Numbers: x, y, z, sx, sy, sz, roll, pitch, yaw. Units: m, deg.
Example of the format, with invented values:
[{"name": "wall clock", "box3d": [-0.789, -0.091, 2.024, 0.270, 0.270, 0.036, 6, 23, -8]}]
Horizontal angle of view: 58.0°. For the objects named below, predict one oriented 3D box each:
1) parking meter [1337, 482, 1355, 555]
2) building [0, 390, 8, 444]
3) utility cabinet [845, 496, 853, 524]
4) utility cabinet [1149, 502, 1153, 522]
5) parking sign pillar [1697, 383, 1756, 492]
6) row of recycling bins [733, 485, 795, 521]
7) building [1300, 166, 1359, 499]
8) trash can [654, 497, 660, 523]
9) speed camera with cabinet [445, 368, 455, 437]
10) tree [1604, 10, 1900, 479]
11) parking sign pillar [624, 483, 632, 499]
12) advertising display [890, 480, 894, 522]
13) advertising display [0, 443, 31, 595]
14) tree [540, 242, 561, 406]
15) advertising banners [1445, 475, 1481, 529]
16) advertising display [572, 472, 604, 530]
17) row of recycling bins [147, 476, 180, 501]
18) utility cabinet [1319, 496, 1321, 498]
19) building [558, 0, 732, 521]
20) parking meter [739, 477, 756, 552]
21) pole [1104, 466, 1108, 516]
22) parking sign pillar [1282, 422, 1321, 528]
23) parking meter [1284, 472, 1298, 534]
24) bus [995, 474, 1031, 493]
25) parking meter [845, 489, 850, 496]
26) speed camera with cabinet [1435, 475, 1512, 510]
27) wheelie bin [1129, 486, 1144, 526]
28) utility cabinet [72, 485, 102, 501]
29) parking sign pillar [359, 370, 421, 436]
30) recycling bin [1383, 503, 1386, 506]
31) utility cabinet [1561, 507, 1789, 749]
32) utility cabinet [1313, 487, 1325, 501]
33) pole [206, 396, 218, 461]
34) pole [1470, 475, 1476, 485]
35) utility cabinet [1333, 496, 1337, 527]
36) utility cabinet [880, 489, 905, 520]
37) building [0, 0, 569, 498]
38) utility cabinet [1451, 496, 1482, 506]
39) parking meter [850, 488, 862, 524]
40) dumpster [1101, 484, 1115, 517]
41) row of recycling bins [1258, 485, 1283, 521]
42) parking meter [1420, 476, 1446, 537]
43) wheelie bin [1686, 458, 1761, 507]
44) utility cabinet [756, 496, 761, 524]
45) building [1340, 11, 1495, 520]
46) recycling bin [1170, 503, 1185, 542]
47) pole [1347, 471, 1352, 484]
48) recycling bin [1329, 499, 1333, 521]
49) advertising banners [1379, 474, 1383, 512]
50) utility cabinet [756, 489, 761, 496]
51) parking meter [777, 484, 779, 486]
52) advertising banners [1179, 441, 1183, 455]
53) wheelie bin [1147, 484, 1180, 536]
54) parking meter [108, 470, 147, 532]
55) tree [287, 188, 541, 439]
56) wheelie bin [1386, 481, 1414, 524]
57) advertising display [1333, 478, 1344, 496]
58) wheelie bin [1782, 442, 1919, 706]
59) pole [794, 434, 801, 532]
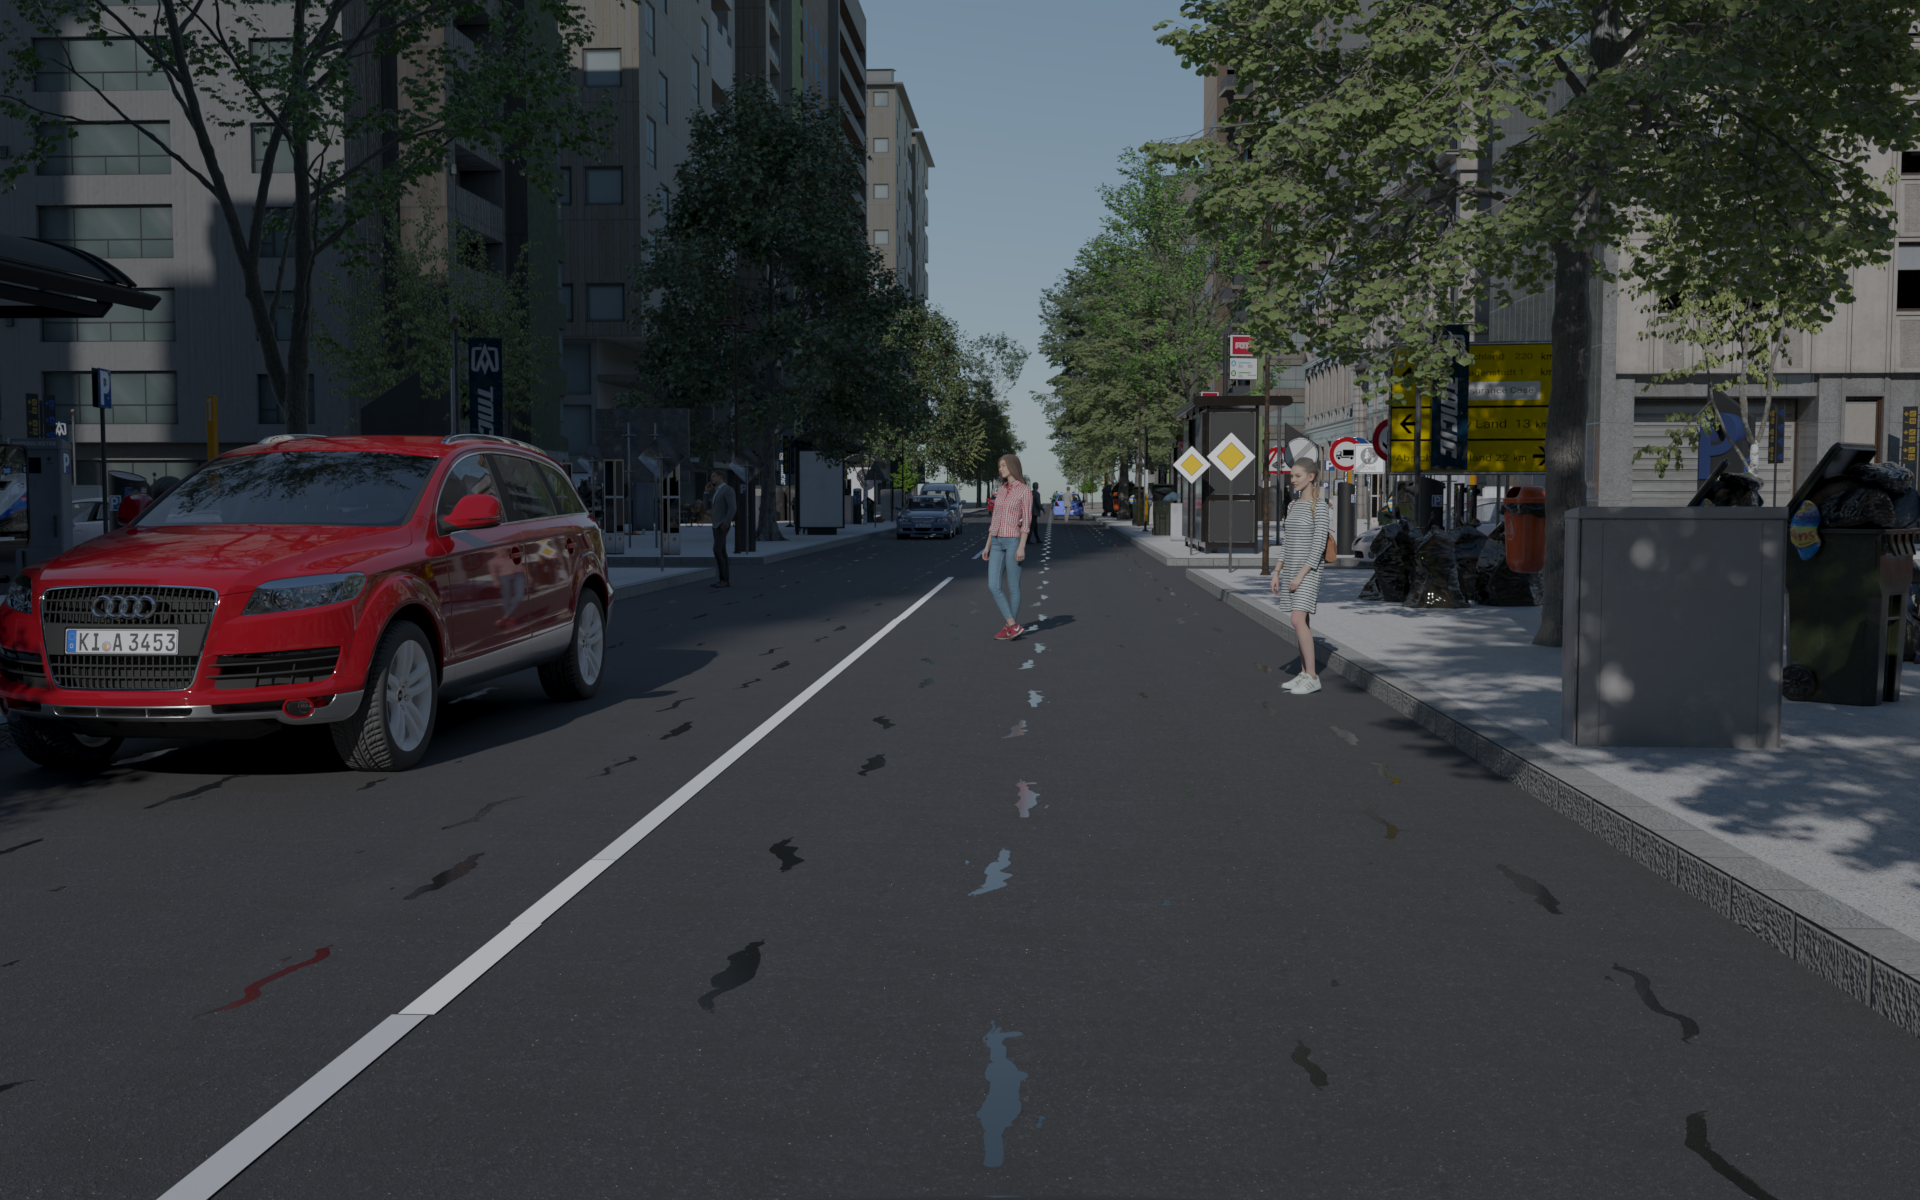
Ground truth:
[{"name": "parking meter", "box3d": [8.124, -1.715, 36.450, 0.372, 1.533, 0.369, 0, 3, 0]}, {"name": "building", "box3d": [-44.084, -22.848, 65.440, 23.993, 40.220, 32.217, 0, 4, 3]}, {"name": "utility cabinet", "box3d": [-4.732, -3.906, 75.029, 0.306, 1.237, 1.020, -1, 4, -22]}, {"name": "utility cabinet", "box3d": [8.989, -4.138, 78.810, 1.020, 1.237, 0.306, 2, 4, 24]}, {"name": "parking sign pillar", "box3d": [18.263, -3.232, 41.307, 1.447, 3.967, 1.447, -2, 4, -26]}, {"name": "row of recycling bins", "box3d": [-9.135, -4.587, 82.109, 3.534, 1.692, 1.069, -2, 4, -27]}, {"name": "building", "box3d": [26.415, -16.118, 99.694, 11.583, 22.565, 21.152, 0, 4, 3]}, {"name": "trash can", "box3d": [-13.254, -3.957, 76.343, 0.748, 1.137, 0.748, 0, 3, 0]}, {"name": "speed camera with cabinet", "box3d": [-7.404, -1.979, 26.688, 0.660, 3.252, 2.038, -2, 4, -30]}, {"name": "tree", "box3d": [11.655, -4.594, 25.471, 4.737, 8.622, 4.395, 0, 3, 0]}, {"name": "parking sign pillar", "box3d": [-14.451, -5.255, 74.393, 1.447, 3.967, 1.447, 1, 4, 13]}, {"name": "advertising display", "box3d": [-3.147, -4.579, 80.081, 0.123, 1.923, 0.974, 0, 4, -5]}, {"name": "advertising display", "box3d": [-12.184, -1.027, 22.005, 0.123, 1.923, 0.974, 0, 4, 7]}, {"name": "tree", "box3d": [-12.720, -5.912, 47.026, 4.737, 8.622, 4.395, 0, 3, 0]}, {"name": "advertising banners", "box3d": [7.101, -1.738, 24.609, 0.090, 3.025, 2.074, 0, 4, 3]}, {"name": "advertising display", "box3d": [-10.983, -2.793, 50.880, 0.974, 1.923, 0.123, 0, 4, -4]}, {"name": "row of recycling bins", "box3d": [-17.834, -2.014, 40.044, 1.069, 1.692, 3.534, 2, 4, 35]}, {"name": "utility cabinet", "box3d": [9.348, -2.169, 46.624, 0.306, 1.237, 1.020, -1, 4, -15]}, {"name": "building", "box3d": [-27.569, -30.848, 93.596, 28.713, 52.752, 27.495, 0, 4, 3]}, {"name": "parking meter", "box3d": [-4.757, -2.003, 38.455, 0.399, 1.863, 0.255, 1, 4, 20]}, {"name": "pole", "box3d": [8.526, -6.563, 101.146, 0.158, 3.312, 0.155, 0, 3, 0]}, {"name": "parking sign pillar", "box3d": [12.874, -4.687, 65.108, 1.447, 3.967, 1.447, 0, 4, -1]}, {"name": "parking meter", "box3d": [8.094, -2.227, 42.117, 0.399, 1.863, 0.255, -1, 4, -23]}, {"name": "bus", "box3d": [4.949, -9.938, 157.349, 2.948, 3.499, 13.247, 0, 4, 4]}, {"name": "parking meter", "box3d": [-5.153, -4.329, 79.196, 0.372, 1.533, 0.369, 0, 3, 0]}, {"name": "speed camera with cabinet", "box3d": [11.781, -2.730, 38.976, 2.038, 3.252, 0.660, 2, 4, 28]}, {"name": "wheelie bin", "box3d": [7.394, -3.817, 70.318, 0.980, 1.594, 0.693, -1, 4, -11]}, {"name": "utility cabinet", "box3d": [-22.122, -2.128, 43.471, 1.173, 1.500, 0.318, 0, 4, -1]}, {"name": "parking sign pillar", "box3d": [-12.344, -2.994, 37.430, 1.447, 3.967, 1.447, -3, 4, -36]}, {"name": "recycling bin", "box3d": [12.631, -2.270, 49.667, 0.722, 1.027, 0.722, -2, 4, -27]}, {"name": "utility cabinet", "box3d": [3.646, 0.139, 8.883, 1.020, 1.237, 0.306, 0, 4, 5]}, {"name": "utility cabinet", "box3d": [10.563, -2.674, 52.402, 0.318, 1.500, 1.173, -1, 4, -22]}, {"name": "pole", "box3d": [-15.556, -2.584, 36.097, 0.158, 3.312, 0.155, 0, 3, 0]}, {"name": "pole", "box3d": [15.513, -3.580, 52.373, 0.158, 3.312, 0.155, 0, 3, 0]}, {"name": "utility cabinet", "box3d": [14.623, -3.414, 66.977, 0.306, 1.237, 1.020, 1, 4, 19]}, {"name": "utility cabinet", "box3d": [-3.238, -4.560, 83.240, 1.173, 1.500, 0.318, 2, 4, 25]}, {"name": "building", "box3d": [-22.383, -17.582, 59.161, 14.160, 30.474, 14.107, 0, 4, 3]}, {"name": "utility cabinet", "box3d": [16.205, -2.716, 55.575, 1.020, 1.237, 0.306, 0, 4, 4]}, {"name": "parking meter", "box3d": [-4.352, -3.978, 73.449, 0.372, 1.533, 0.369, 0, 3, 0]}, {"name": "dumpster", "box3d": [8.728, -5.712, 99.152, 1.264, 1.857, 1.865, 0, 4, 3]}, {"name": "row of recycling bins", "box3d": [14.446, -4.567, 81.775, 3.534, 1.692, 1.069, 2, 4, 28]}, {"name": "parking meter", "box3d": [6.737, -1.000, 24.753, 0.372, 1.533, 0.369, 0, 3, 0]}, {"name": "wheelie bin", "box3d": [6.880, -0.473, 15.643, 0.693, 1.594, 0.980, 1, 4, 22]}, {"name": "utility cabinet", "box3d": [-8.477, -3.874, 74.506, 1.020, 1.237, 0.306, -2, 4, -26]}, {"name": "building", "box3d": [25.447, -14.385, 76.997, 13.314, 21.916, 24.055, 0, 4, 3]}, {"name": "recycling bin", "box3d": [6.207, -2.112, 47.078, 0.722, 1.027, 0.722, 3, 5, 43]}, {"name": "pole", "box3d": [15.165, -4.501, 67.442, 0.158, 3.312, 0.155, 0, 3, 0]}, {"name": "recycling bin", "box3d": [18.012, -4.340, 83.510, 0.722, 1.027, 0.722, 2, 4, 28]}, {"name": "advertising banners", "box3d": [11.793, -3.202, 48.545, 0.090, 3.025, 2.074, 1, 4, 12]}, {"name": "utility cabinet", "box3d": [-9.418, -4.333, 79.528, 0.318, 1.500, 1.173, 3, 4, 38]}, {"name": "parking meter", "box3d": [-9.825, -5.351, 93.198, 0.399, 1.863, 0.255, 0, 4, -1]}, {"name": "advertising banners", "box3d": [8.115, -3.753, 57.552, 2.074, 3.025, 0.090, -2, 4, -28]}, {"name": "wheelie bin", "box3d": [6.293, -2.792, 53.558, 0.980, 1.594, 0.693, 0, 4, 6]}, {"name": "parking meter", "box3d": [-8.828, -0.611, 18.402, 0.372, 1.533, 0.369, 0, 3, 0]}, {"name": "tree", "box3d": [-13.413, -5.561, 41.288, 4.737, 8.622, 4.395, 0, 3, 0]}, {"name": "wheelie bin", "box3d": [10.490, -2.008, 40.732, 0.980, 1.594, 0.693, -3, 5, -41]}, {"name": "advertising display", "box3d": [17.588, -4.588, 80.228, 0.123, 1.923, 0.974, 3, 5, 44]}, {"name": "wheelie bin", "box3d": [5.531, -0.174, 10.749, 0.980, 1.594, 0.693, -3, 5, -43]}, {"name": "pole", "box3d": [-5.520, -3.974, 58.812, 0.158, 3.312, 0.155, 0, 3, 0]}]
